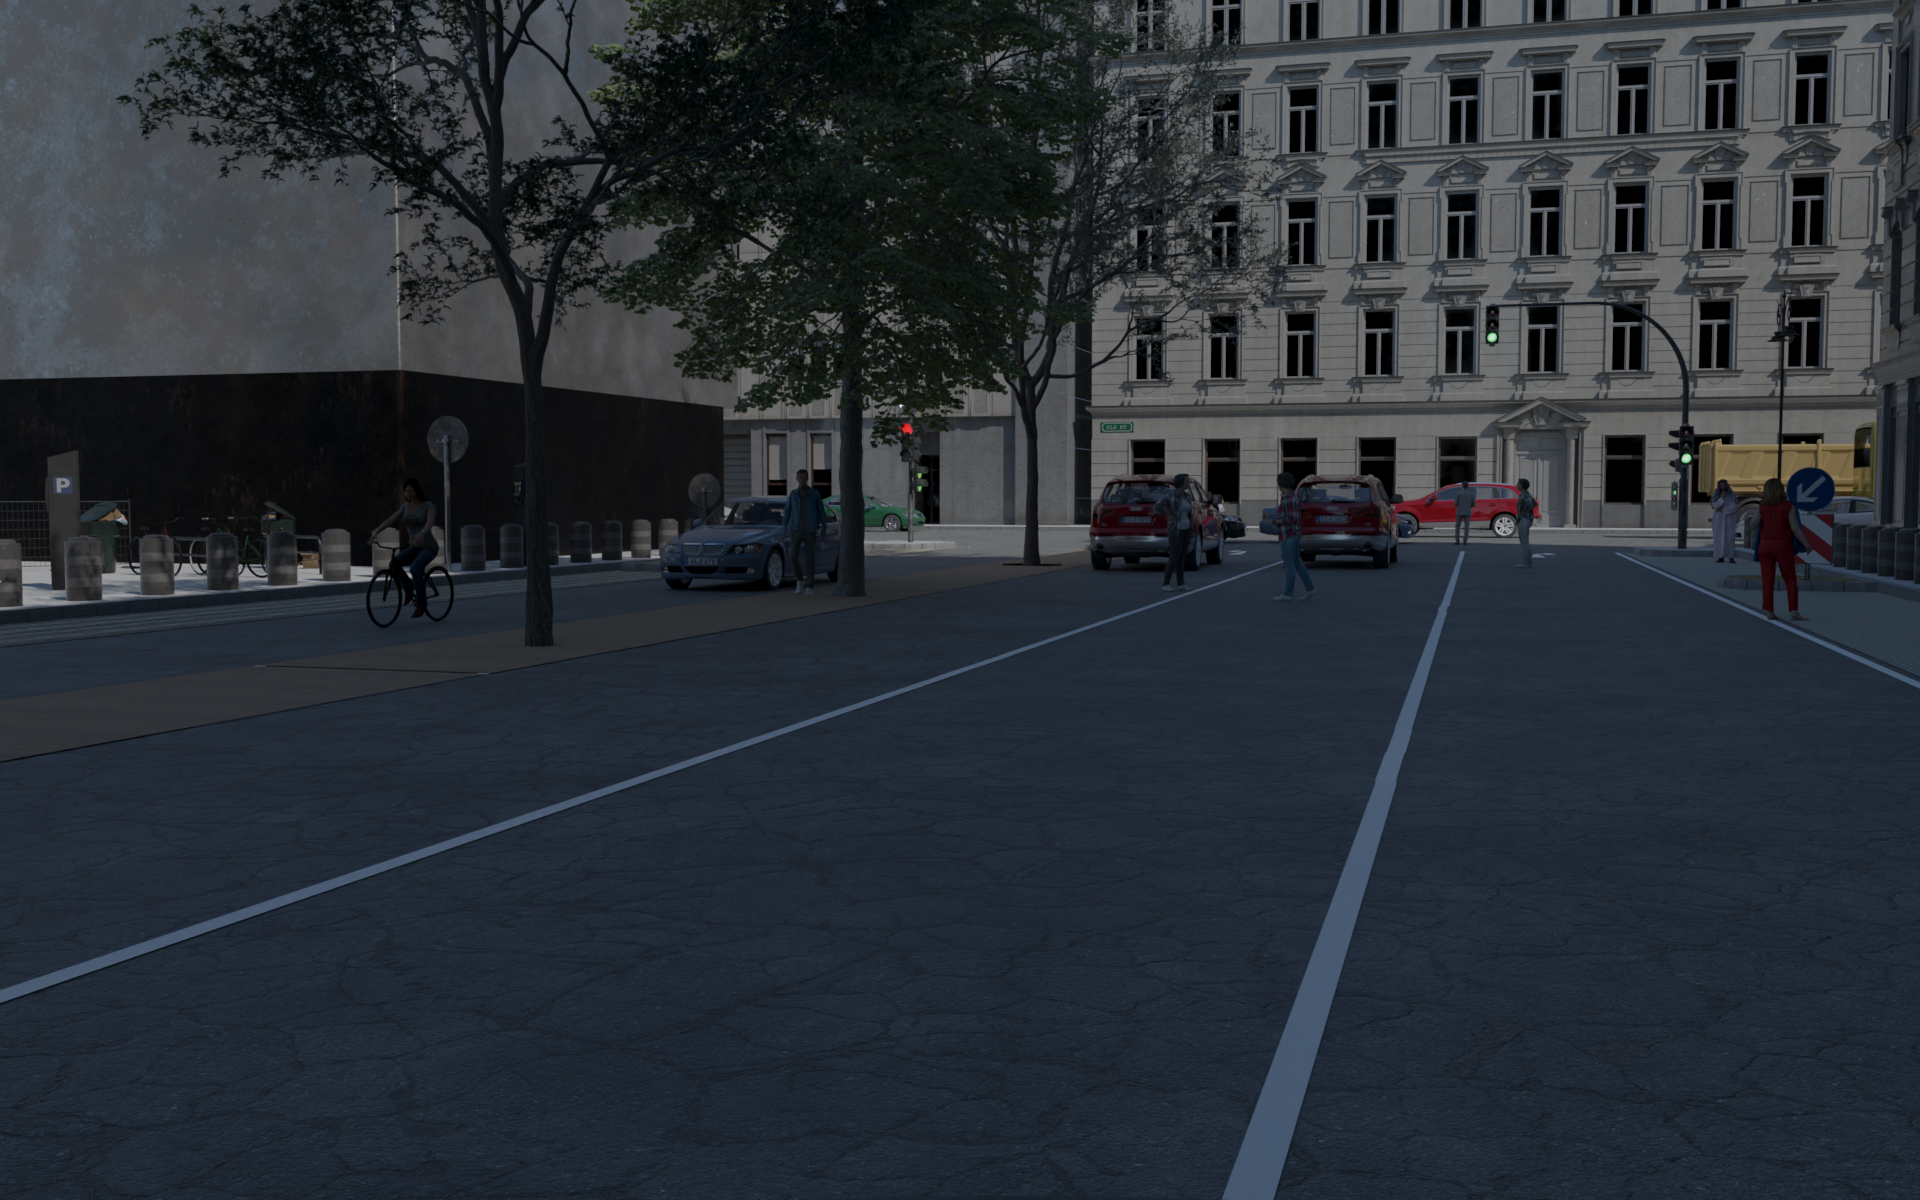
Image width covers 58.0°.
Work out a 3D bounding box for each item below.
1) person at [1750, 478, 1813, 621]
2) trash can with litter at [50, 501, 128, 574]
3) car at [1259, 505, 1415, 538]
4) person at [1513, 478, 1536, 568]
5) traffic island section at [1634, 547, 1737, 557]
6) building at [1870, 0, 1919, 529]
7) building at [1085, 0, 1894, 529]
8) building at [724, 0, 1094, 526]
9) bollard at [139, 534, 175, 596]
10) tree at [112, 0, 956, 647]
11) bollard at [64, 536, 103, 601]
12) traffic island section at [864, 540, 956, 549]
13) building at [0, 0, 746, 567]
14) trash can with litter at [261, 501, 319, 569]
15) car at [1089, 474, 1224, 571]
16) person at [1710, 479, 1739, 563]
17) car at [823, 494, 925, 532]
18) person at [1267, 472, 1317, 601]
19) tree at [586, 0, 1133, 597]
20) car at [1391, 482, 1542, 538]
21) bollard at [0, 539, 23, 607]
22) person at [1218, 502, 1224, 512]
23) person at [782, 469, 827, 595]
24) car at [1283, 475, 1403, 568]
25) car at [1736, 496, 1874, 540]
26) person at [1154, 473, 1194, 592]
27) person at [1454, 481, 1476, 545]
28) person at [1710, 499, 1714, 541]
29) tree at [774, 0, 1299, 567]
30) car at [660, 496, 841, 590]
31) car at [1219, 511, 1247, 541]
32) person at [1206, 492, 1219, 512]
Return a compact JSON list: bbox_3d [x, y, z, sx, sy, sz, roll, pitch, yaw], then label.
[{"bbox_3d":[9.304,-0.578,19.659,0.444,1.614,0.593,-1,4,-22],"label":"person"},{"bbox_3d":[-13.951,-0.999,27.725,0.624,1.170,1.055,2,4,26],"label":"trash can with litter"},{"bbox_3d":[11.044,-2.372,50.783,4.499,1.417,2.014,1,4,15],"label":"car"},{"bbox_3d":[10.977,-1.492,33.620,0.376,1.734,0.841,2,4,28],"label":"person"},{"bbox_3d":[16.903,-1.115,40.516,2.009,0.180,2.903,1,4,17],"label":"traffic island section"},{"bbox_3d":[21.884,-10.910,27.530,9.793,20.994,18.267,1,4,17],"label":"building"},{"bbox_3d":[28.164,-18.036,71.302,44.131,29.872,17.030,1,4,17],"label":"building"},{"bbox_3d":[-3.429,-15.913,78.201,19.932,24.808,12.078,1,4,17],"label":"building"},{"bbox_3d":[-10.228,-0.449,22.062,0.404,0.777,0.398,0,3,0],"label":"bollard"},{"bbox_3d":[-3.836,-4.858,16.302,8.767,10.594,7.601,1,4,17],"label":"tree"},{"bbox_3d":[-10.580,-0.378,20.905,0.404,0.777,0.398,0,3,0],"label":"bollard"},{"bbox_3d":[-1.329,-1.451,45.997,2.009,0.180,2.903,1,4,17],"label":"traffic island section"},{"bbox_3d":[-15.387,-10.573,40.326,16.811,18.784,16.820,1,4,17],"label":"building"},{"bbox_3d":[-11.474,-1.129,29.840,1.055,1.170,0.624,-1,4,-14],"label":"trash can with litter"},{"bbox_3d":[3.932,-1.554,34.089,2.281,1.827,5.304,1,4,16],"label":"car"},{"bbox_3d":[15.804,-1.632,35.851,0.551,1.740,0.621,1,4,10],"label":"person"},{"bbox_3d":[-3.746,-3.366,66.824,4.920,1.459,2.131,1,4,15],"label":"car"},{"bbox_3d":[4.462,-0.851,23.249,0.643,1.720,0.563,1,4,18],"label":"person"},{"bbox_3d":[-1.503,-6.341,24.265,7.486,12.596,7.792,0,3,0],"label":"tree"},{"bbox_3d":[16.550,-2.989,57.536,5.304,1.827,2.281,1,4,18],"label":"car"},{"bbox_3d":[-10.922,-0.308,19.753,0.404,0.777,0.398,0,3,0],"label":"bollard"},{"bbox_3d":[9.196,-2.944,60.914,0.394,1.301,0.425,0,4,5],"label":"person"},{"bbox_3d":[-2.201,-0.959,24.527,0.601,1.785,0.444,1,4,8],"label":"person"},{"bbox_3d":[7.773,-1.618,35.124,2.281,1.827,5.304,1,4,17],"label":"car"},{"bbox_3d":[23.995,-2.167,47.790,4.827,1.381,2.083,1,4,17],"label":"car"},{"bbox_3d":[3.213,-0.999,25.562,0.841,1.734,0.376,-3,5,-43],"label":"person"},{"bbox_3d":[14.239,-2.464,48.988,0.606,1.804,0.583,0,4,0],"label":"person"},{"bbox_3d":[22.665,-2.624,51.391,0.794,1.824,0.713,3,5,42],"label":"person"},{"bbox_3d":[1.416,-7.405,33.903,12.009,13.543,11.850,0,3,0],"label":"tree"},{"bbox_3d":[-3.090,-0.943,27.428,2.014,1.417,4.499,1,4,18],"label":"car"},{"bbox_3d":[6.365,-2.541,51.333,4.222,1.686,2.009,1,4,15],"label":"car"},{"bbox_3d":[7.025,-2.340,49.453,0.600,1.496,0.574,-2,4,-29],"label":"person"}]
